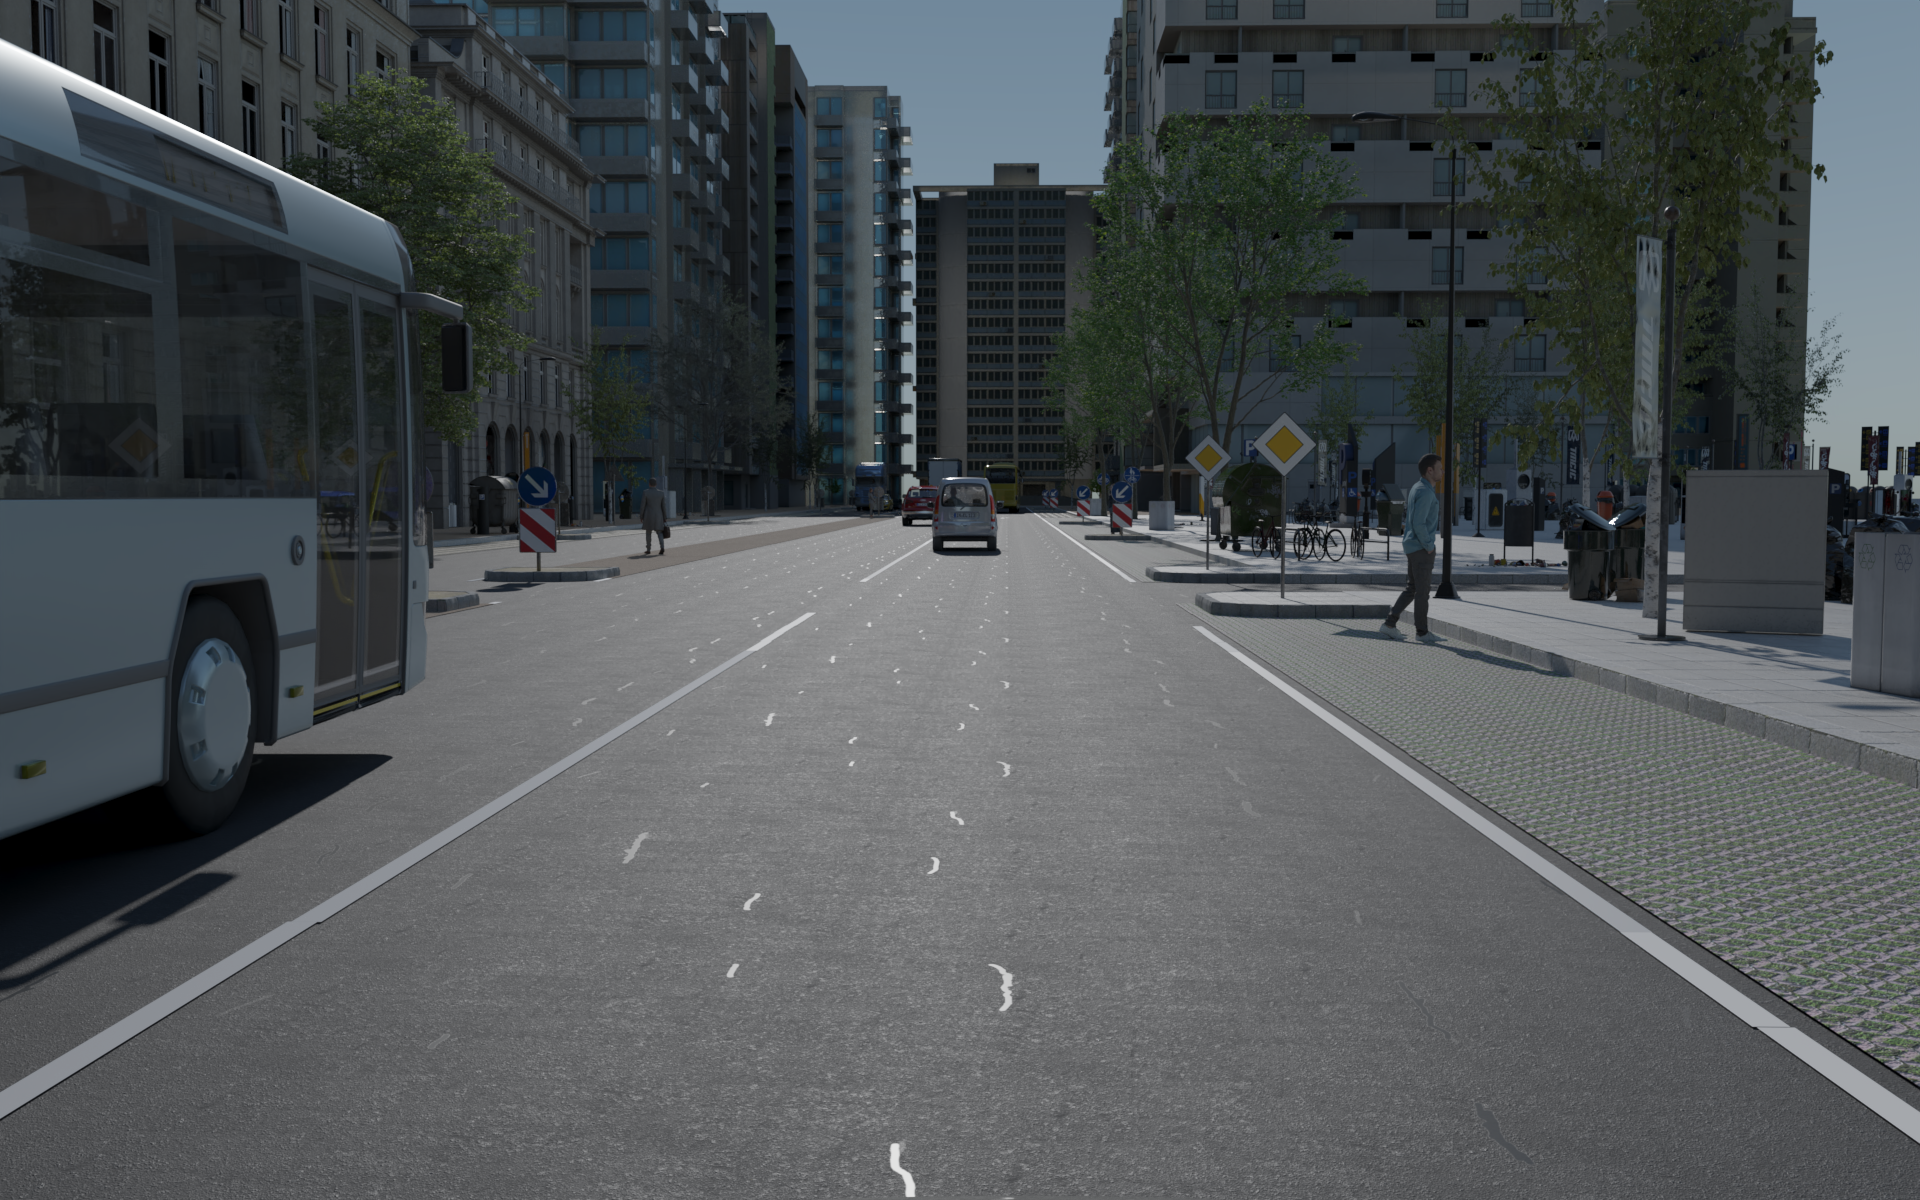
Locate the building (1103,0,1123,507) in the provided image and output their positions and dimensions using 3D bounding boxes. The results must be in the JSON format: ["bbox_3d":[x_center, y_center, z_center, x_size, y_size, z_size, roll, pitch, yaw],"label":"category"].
[{"bbox_3d":[24.810,-33.087,160.585,23.786,49.044,30.456,0,4,2],"label":"building"}]

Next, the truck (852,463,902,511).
[{"bbox_3d":[-7.164,-10.041,153.926,2.967,4.110,18.799,0,4,3],"label":"truck"}]

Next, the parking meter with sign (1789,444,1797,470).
[{"bbox_3d":[29.903,-3.942,60.708,1.738,3.016,0.543,0,4,-4],"label":"parking meter with sign"}]

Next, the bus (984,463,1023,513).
[{"bbox_3d":[3.349,-8.750,134.611,2.896,3.916,12.252,0,4,3],"label":"bus"}]

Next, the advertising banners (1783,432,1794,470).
[{"bbox_3d":[23.325,-3.195,48.433,0.090,3.025,2.074,1,4,9],"label":"advertising banners"}]

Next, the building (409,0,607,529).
[{"bbox_3d":[-24.499,-14.237,74.576,13.314,21.916,24.055,0,4,2],"label":"building"}]

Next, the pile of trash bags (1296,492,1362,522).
[{"bbox_3d":[17.258,-4.325,80.460,1.912,1.369,3.447,-3,4,-36],"label":"pile of trash bags"}]

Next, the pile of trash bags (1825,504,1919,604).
[{"bbox_3d":[11.877,-0.669,20.698,3.447,1.369,1.912,0,4,3],"label":"pile of trash bags"}]

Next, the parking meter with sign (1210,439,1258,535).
[{"bbox_3d":[8.623,-3.567,54.589,1.738,3.016,0.543,-3,5,-40],"label":"parking meter with sign"}]

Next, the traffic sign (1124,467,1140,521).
[{"bbox_3d":[8.066,-4.959,81.181,0.768,2.556,0.104,0,4,7],"label":"traffic sign"}]

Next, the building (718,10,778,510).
[{"bbox_3d":[-23.038,-28.096,142.965,14.154,41.232,14.086,0,4,2],"label":"building"}]

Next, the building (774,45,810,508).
[{"bbox_3d":[-22.790,-31.853,170.915,14.200,45.320,14.600,0,4,2],"label":"building"}]

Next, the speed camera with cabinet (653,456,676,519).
[{"bbox_3d":[-15.399,-5.865,90.233,0.660,3.252,2.038,1,4,9],"label":"speed camera with cabinet"}]

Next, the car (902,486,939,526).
[{"bbox_3d":[-1.583,-4.377,80.241,2.281,1.827,5.304,0,4,2],"label":"car"}]

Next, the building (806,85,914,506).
[{"bbox_3d":[-20.701,-35.677,202.927,30.456,49.044,23.786,0,4,2],"label":"building"}]

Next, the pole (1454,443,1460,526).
[{"bbox_3d":[19.898,-4.623,69.423,0.158,3.312,0.155,0,3,0],"label":"pole"}]

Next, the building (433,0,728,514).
[{"bbox_3d":[-28.436,-30.644,120.635,23.786,49.044,30.456,0,4,2],"label":"building"}]

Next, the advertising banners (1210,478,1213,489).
[{"bbox_3d":[14.845,-6.329,99.662,0.090,3.025,2.074,3,5,42],"label":"advertising banners"}]

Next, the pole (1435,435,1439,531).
[{"bbox_3d":[16.638,-4.065,60.303,0.158,3.312,0.155,0,3,0],"label":"pole"}]

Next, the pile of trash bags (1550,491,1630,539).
[{"bbox_3d":[17.789,-2.360,48.333,1.912,1.369,3.447,1,4,11],"label":"pile of trash bags"}]

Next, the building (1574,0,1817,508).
[{"bbox_3d":[68.200,-33.095,164.806,21.600,48.544,21.300,0,4,2],"label":"building"}]

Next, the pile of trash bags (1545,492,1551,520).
[{"bbox_3d":[29.436,-4.631,85.461,1.912,1.369,3.447,0,4,7],"label":"pile of trash bags"}]

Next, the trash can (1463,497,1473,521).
[{"bbox_3d":[24.650,-4.398,83.567,0.748,1.137,0.748,0,3,0],"label":"trash can"}]

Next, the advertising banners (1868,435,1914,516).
[{"bbox_3d":[27.087,-3.320,50.465,0.090,3.025,2.074,0,4,-7],"label":"advertising banners"}]

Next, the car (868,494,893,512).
[{"bbox_3d":[-6.470,-8.066,142.107,2.015,1.641,3.980,0,4,3],"label":"car"}]

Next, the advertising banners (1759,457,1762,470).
[{"bbox_3d":[37.863,-5.230,81.698,0.090,3.025,2.074,1,4,18],"label":"advertising banners"}]

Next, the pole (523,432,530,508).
[{"bbox_3d":[-14.327,-3.881,57.301,0.158,3.312,0.155,0,3,0],"label":"pole"}]

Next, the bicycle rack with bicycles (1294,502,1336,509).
[{"bbox_3d":[15.067,-3.694,73.784,2.925,0.926,2.852,-3,5,-42],"label":"bicycle rack with bicycles"}]

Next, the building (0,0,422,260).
[{"bbox_3d":[-26.929,-13.083,47.183,16.112,22.955,30.059,0,4,2],"label":"building"}]

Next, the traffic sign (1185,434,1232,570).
[{"bbox_3d":[4.189,-1.567,29.265,0.795,2.450,0.064,0,4,2],"label":"traffic sign"}]

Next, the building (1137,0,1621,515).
[{"bbox_3d":[26.314,-32.292,117.217,28.713,52.752,27.495,0,4,2],"label":"building"}]

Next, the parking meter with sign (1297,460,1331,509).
[{"bbox_3d":[18.439,-5.740,90.105,1.738,3.016,0.543,1,4,22],"label":"parking meter with sign"}]

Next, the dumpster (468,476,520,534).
[{"bbox_3d":[-15.030,-3.066,55.889,1.264,1.857,1.865,0,4,2],"label":"dumpster"}]

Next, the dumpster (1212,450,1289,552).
[{"bbox_3d":[6.565,-2.242,39.156,1.502,2.255,1.985,0,4,1],"label":"dumpster"}]

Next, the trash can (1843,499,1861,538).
[{"bbox_3d":[25.762,-2.367,50.362,0.748,1.137,0.748,0,3,0],"label":"trash can"}]

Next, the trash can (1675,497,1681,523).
[{"bbox_3d":[31.916,-4.037,77.652,0.748,1.137,0.748,0,3,0],"label":"trash can"}]

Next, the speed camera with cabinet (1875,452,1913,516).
[{"bbox_3d":[43.186,-5.241,80.033,2.038,3.252,0.660,-2,4,-31],"label":"speed camera with cabinet"}]

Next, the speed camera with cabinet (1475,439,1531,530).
[{"bbox_3d":[19.310,-4.110,61.535,2.038,3.252,0.660,-2,4,-24],"label":"speed camera with cabinet"}]

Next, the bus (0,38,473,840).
[{"bbox_3d":[-4.357,-0.585,4.417,2.948,3.499,13.247,0,3,0],"label":"bus"}]

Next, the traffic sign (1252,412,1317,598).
[{"bbox_3d":[3.972,-1.079,21.283,0.795,2.450,0.064,0,4,2],"label":"traffic sign"}]

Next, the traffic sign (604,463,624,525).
[{"bbox_3d":[-14.413,-4.413,72.156,0.884,2.594,0.081,0,4,3],"label":"traffic sign"}]

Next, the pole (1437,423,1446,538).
[{"bbox_3d":[13.986,-3.438,50.053,0.158,3.312,0.155,0,3,0],"label":"pole"}]

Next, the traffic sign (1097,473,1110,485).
[{"bbox_3d":[8.581,-6.327,103.547,0.768,2.556,0.104,1,4,9],"label":"traffic sign"}]

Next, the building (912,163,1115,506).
[{"bbox_3d":[6.609,-31.445,205.999,23.993,40.220,32.217,0,4,2],"label":"building"}]

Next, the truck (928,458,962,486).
[{"bbox_3d":[-1.125,-9.338,141.583,2.839,4.237,11.283,0,4,2],"label":"truck"}]

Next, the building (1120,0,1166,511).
[{"bbox_3d":[19.839,-27.836,138.721,14.154,41.232,14.086,0,4,2],"label":"building"}]

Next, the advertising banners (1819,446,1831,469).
[{"bbox_3d":[31.603,-4.184,64.590,0.090,3.025,2.074,-1,4,-18],"label":"advertising banners"}]
